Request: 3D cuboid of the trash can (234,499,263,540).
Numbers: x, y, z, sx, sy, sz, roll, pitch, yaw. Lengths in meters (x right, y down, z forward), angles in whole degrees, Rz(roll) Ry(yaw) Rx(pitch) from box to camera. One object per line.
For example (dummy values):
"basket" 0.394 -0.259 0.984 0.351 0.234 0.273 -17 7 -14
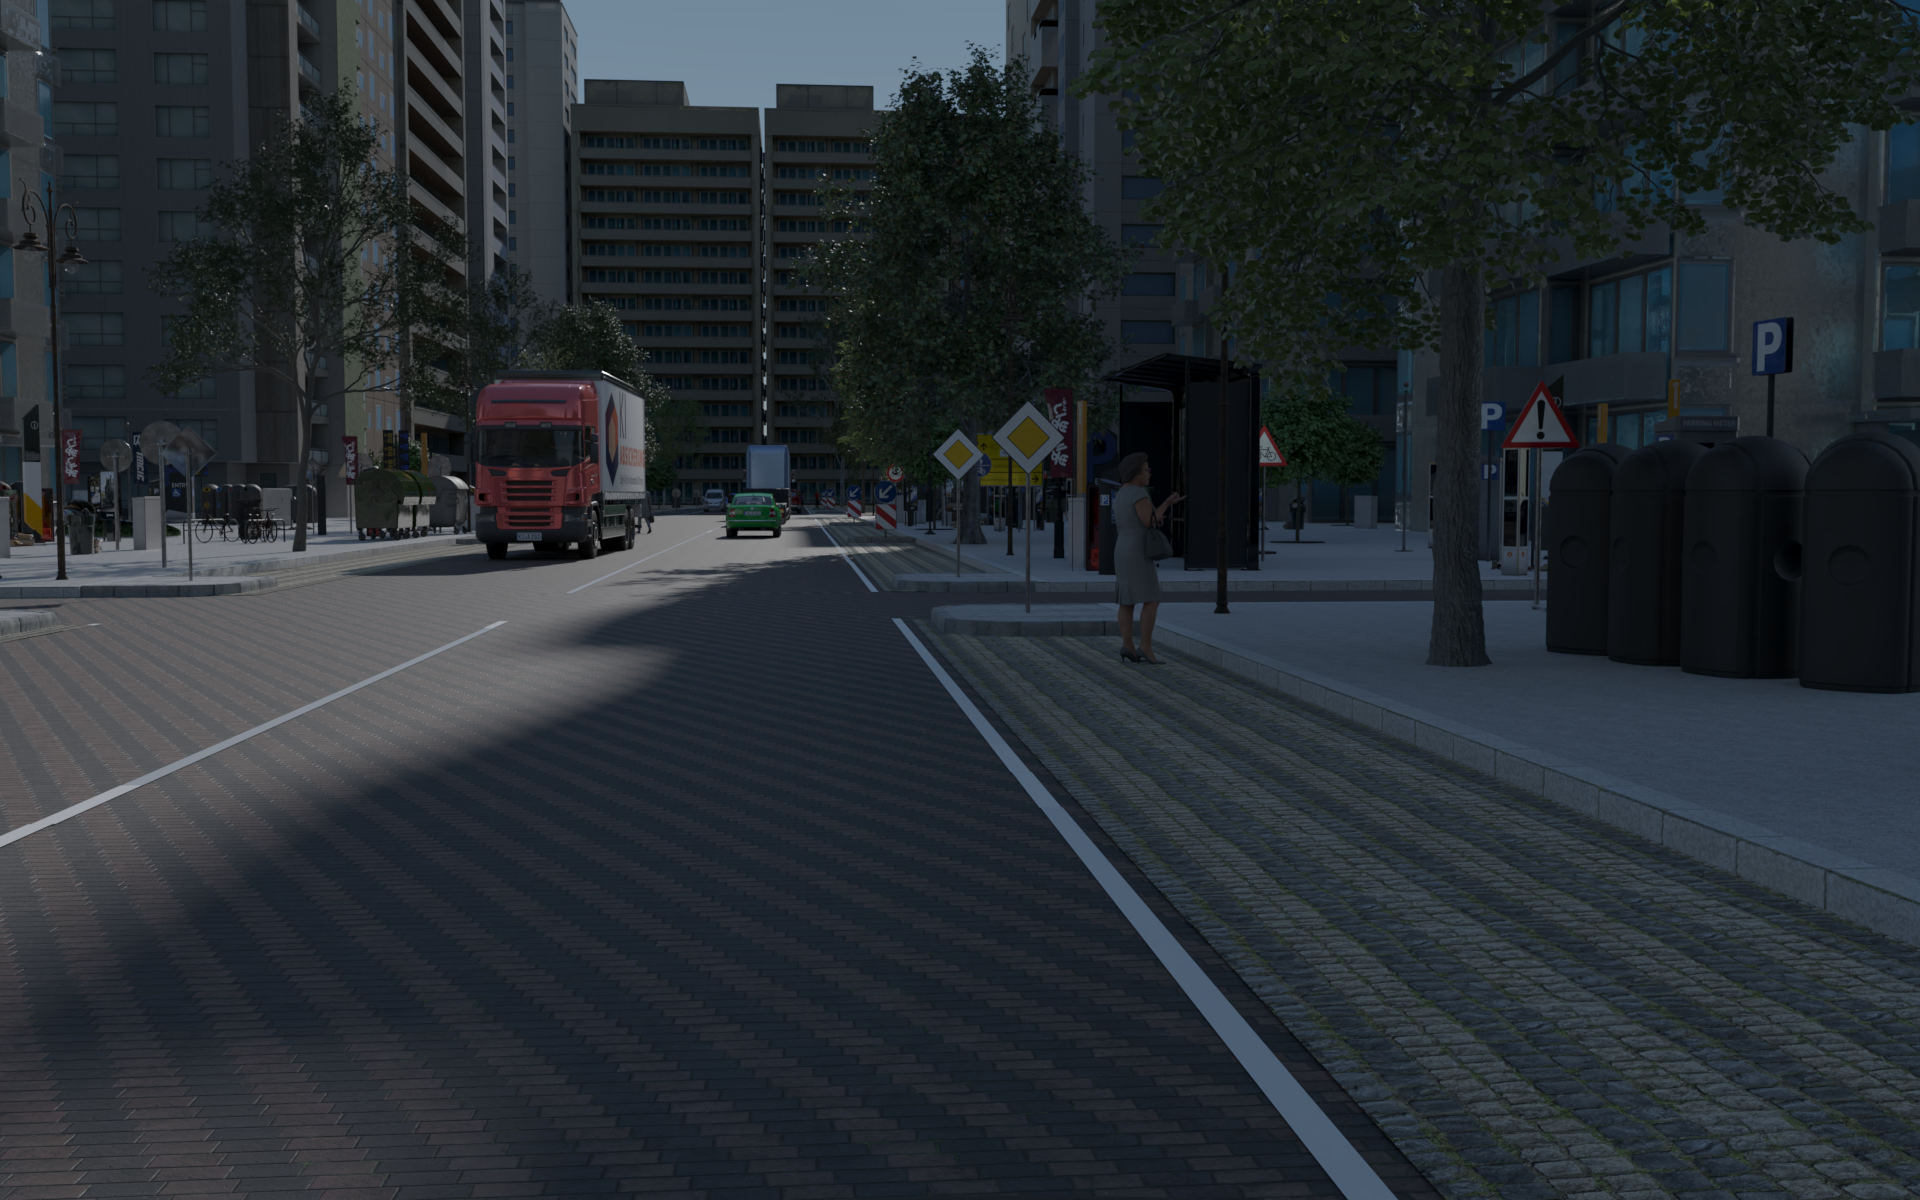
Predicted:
"trash can" -20.054 -2.276 48.864 0.748 1.137 0.748 0 3 0

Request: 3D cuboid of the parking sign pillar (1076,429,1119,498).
"parking sign pillar" 4.263 -3.968 53.341 1.447 3.967 1.447 -1 4 -16

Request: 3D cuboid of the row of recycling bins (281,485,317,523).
"row of recycling bins" -29.629 -4.301 77.437 1.069 1.692 3.534 -2 4 -35

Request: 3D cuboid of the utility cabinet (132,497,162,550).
"utility cabinet" -18.851 -1.773 40.157 0.306 1.237 1.020 0 4 -5

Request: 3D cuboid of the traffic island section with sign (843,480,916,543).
"traffic island section with sign" -2.341 -2.603 51.184 1.989 1.847 2.006 0 4 -5

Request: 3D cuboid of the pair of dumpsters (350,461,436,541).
"pair of dumpsters" -16.179 -2.873 49.459 1.574 2.255 4.437 0 4 -5

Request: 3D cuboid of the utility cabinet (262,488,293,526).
"utility cabinet" -26.924 -3.651 68.378 0.318 1.500 1.173 2 4 29

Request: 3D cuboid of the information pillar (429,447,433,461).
"information pillar" -26.342 -5.807 86.305 0.183 3.616 0.504 -2 4 -26

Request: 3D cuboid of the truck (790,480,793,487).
"truck" -16.122 -9.906 150.875 2.839 4.237 11.283 0 4 -4

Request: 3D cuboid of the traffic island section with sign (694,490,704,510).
"traffic island section with sign" -23.310 -8.878 153.782 1.989 1.847 2.006 0 4 -5

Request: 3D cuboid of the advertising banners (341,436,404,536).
"advertising banners" -17.792 -3.449 52.583 0.090 3.025 2.074 3 5 42

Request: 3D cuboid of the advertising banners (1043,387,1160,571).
"advertising banners" 2.354 -1.994 28.789 2.074 3.025 0.090 -1 4 -18

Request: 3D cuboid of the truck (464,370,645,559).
"truck" -9.446 -3.221 41.585 2.839 4.237 11.283 0 4 -4

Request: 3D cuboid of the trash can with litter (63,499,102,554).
"trash can with litter" -18.761 -1.567 37.011 0.624 1.170 1.055 -1 4 -11

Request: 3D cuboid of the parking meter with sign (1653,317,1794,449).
"parking meter with sign" 7.283 -1.282 17.214 1.738 3.016 0.543 -1 4 -9

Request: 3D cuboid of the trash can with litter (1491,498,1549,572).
"trash can with litter" 9.639 -1.114 29.273 1.678 1.210 2.233 -2 4 -33

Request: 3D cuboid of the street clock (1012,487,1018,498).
"street clock" 2.363 -4.361 75.880 0.358 2.002 0.471 -1 4 -9

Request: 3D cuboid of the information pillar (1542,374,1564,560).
"information pillar" 11.545 -2.601 33.883 0.504 3.616 0.183 1 4 12

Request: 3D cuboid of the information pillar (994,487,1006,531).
"information pillar" 1.377 -3.400 60.075 0.304 2.012 0.304 2 4 34

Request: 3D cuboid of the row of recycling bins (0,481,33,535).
"row of recycling bins" -30.288 -2.855 53.791 1.069 1.692 3.534 1 4 19

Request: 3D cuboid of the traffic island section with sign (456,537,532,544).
"traffic island section with sign" -13.415 -2.539 50.140 1.989 1.847 2.006 0 4 -5

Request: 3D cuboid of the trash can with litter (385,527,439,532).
"trash can with litter" -19.078 -2.978 59.744 2.233 1.210 1.678 -1 4 -23

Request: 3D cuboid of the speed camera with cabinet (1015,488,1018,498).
"speed camera with cabinet" 3.860 -6.087 93.864 2.038 3.252 0.660 3 5 43

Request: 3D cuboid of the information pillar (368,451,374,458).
"information pillar" -32.125 -6.297 94.303 0.504 3.616 0.183 -1 4 -10

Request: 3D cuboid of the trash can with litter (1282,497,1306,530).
"trash can with litter" 12.029 -3.132 62.594 0.624 1.170 1.055 -2 4 -24

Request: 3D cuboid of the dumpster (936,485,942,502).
"dumpster" -0.860 -5.707 99.072 1.264 1.857 1.865 0 4 -6

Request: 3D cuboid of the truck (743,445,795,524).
"truck" -10.144 -6.131 90.000 2.967 4.110 18.799 0 4 -5

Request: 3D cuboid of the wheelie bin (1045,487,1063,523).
"wheelie bin" 4.191 -4.272 77.756 0.980 1.594 0.693 3 5 43

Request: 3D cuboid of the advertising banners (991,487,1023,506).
"advertising banners" 2.161 -5.206 81.298 2.074 3.025 0.090 2 4 28

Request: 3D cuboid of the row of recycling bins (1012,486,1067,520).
"row of recycling bins" 3.555 -4.816 85.852 3.534 1.692 1.069 2 4 32

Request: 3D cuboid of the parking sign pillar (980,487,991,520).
"parking sign pillar" 0.665 -5.235 74.067 1.447 3.967 1.447 1 4 21

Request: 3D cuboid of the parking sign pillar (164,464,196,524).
"parking sign pillar" -34.264 -5.341 75.800 1.447 3.967 1.447 -1 4 -11

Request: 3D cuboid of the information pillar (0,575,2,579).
"information pillar" -14.739 -2.138 26.305 0.183 3.616 0.504 -2 4 -34

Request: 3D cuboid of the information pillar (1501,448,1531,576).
"information pillar" 8.756 -1.395 27.297 0.304 2.012 0.304 -3 5 -41

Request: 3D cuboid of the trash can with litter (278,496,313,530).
"trash can with litter" -24.132 -3.117 62.026 2.233 1.210 1.678 -3 5 -39

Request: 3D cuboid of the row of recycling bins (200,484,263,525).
"row of recycling bins" -30.542 -4.008 72.644 3.534 1.692 1.069 2 4 32

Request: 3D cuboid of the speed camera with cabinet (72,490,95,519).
"speed camera with cabinet" -38.237 -4.903 74.507 2.038 3.252 0.660 -2 4 -28

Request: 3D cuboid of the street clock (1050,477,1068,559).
"street clock" 1.976 -1.831 34.509 0.358 2.002 0.471 1 4 16

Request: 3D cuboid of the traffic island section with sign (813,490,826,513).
"traffic island section with sign" -9.673 -7.301 127.992 1.989 1.847 2.006 0 4 -5

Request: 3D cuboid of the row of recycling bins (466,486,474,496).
"row of recycling bins" -21.137 -4.390 78.887 3.534 1.692 1.069 -2 4 -33

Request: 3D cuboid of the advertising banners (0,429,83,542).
"advertising banners" -24.592 -3.070 46.380 2.074 3.025 0.090 -1 4 -20

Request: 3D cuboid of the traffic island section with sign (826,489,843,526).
"traffic island section with sign" -4.905 -4.244 78.017 1.989 1.847 2.006 0 4 -5

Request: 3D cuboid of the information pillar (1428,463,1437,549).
"information pillar" 11.231 -2.216 40.718 0.304 2.012 0.304 -3 4 -39

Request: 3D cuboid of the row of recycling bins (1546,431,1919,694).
"row of recycling bins" 5.577 -0.344 12.744 1.069 1.692 3.534 -1 4 -17

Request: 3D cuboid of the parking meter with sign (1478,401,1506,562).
"parking meter with sign" 10.297 -2.278 33.512 0.543 3.016 1.738 1 4 20

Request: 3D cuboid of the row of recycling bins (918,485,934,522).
"row of recycling bins" -1.866 -4.441 79.720 1.069 1.692 3.534 1 4 9

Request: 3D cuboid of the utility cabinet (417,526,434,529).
"utility cabinet" -19.299 -3.108 61.983 1.020 1.237 0.306 0 4 -2

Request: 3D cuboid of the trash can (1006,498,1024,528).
"trash can" 2.089 -3.310 65.775 0.748 1.137 0.748 0 3 0

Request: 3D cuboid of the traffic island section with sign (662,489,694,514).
"traffic island section with sign" -20.745 -7.237 126.948 1.989 1.847 2.006 0 4 -5

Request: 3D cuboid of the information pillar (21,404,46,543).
"information pillar" -24.070 -3.277 44.940 0.183 3.616 0.504 1 4 22

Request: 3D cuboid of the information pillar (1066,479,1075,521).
"information pillar" 5.326 -4.816 83.241 0.304 2.012 0.304 3 5 42

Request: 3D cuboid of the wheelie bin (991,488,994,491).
"wheelie bin" 1.946 -5.397 96.149 0.980 1.594 0.693 -2 4 -23

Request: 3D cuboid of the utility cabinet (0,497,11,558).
"utility cabinet" -19.283 -1.417 34.324 0.306 1.237 1.020 0 4 5

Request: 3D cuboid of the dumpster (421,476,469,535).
"dumpster" -16.443 -3.023 55.178 1.264 1.857 1.865 0 4 -5
